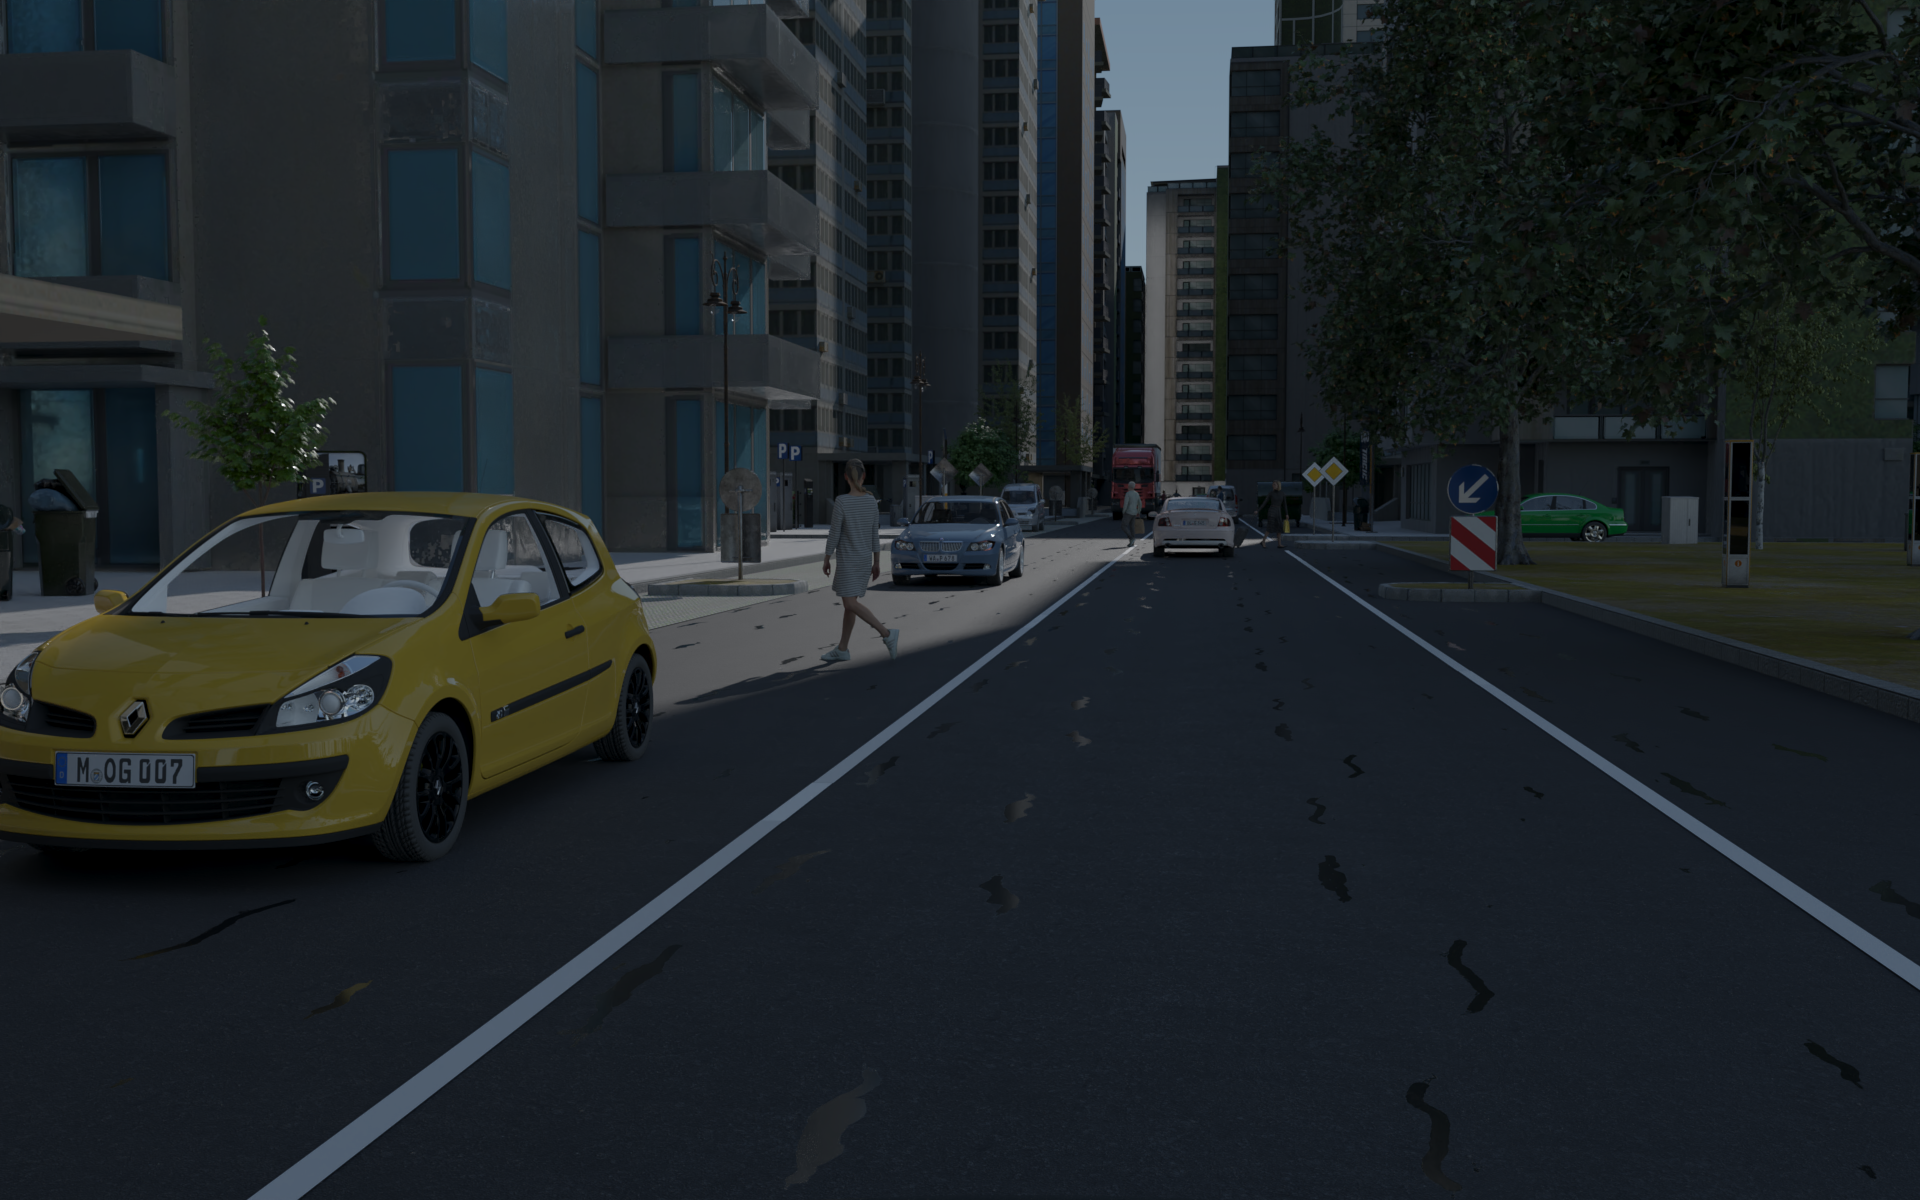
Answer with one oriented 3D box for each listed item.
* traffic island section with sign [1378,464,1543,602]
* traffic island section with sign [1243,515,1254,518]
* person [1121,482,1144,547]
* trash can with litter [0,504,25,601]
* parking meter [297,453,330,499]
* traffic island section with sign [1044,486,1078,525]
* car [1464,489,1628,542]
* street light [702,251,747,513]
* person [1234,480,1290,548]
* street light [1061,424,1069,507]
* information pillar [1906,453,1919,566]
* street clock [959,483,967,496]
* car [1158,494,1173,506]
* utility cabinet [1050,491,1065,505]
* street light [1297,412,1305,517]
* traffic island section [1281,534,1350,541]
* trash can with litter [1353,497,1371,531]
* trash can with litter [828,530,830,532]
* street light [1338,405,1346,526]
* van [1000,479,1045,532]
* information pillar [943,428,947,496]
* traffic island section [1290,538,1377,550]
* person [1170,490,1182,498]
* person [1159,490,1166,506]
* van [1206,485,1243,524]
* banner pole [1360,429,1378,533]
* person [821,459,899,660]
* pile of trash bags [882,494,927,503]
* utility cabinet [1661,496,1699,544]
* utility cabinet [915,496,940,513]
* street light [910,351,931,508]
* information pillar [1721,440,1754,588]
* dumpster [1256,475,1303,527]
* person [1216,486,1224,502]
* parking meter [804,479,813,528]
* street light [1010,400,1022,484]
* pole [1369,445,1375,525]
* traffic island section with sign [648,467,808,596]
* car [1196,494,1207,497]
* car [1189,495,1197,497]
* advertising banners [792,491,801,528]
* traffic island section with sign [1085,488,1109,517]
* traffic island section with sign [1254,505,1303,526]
[{"bbox_3d":[6.863,-0.938,23.966,1.989,1.847,2.006,0,4,8],"label":"traffic island section with sign"},{"bbox_3d":[18.395,-5.967,106.187,1.989,1.847,2.006,0,4,8],"label":"traffic island section with sign"},{"bbox_3d":[4.762,-2.350,47.401,0.515,1.767,0.782,3,5,44],"label":"person"},{"bbox_3d":[-11.489,-0.560,20.546,0.624,1.170,1.055,-1,4,-22],"label":"trash can with litter"},{"bbox_3d":[-9.268,-1.171,24.855,0.399,1.863,0.255,-3,5,-41],"label":"parking meter"},{"bbox_3d":[4.493,-4.405,80.657,1.989,1.847,2.006,0,4,8],"label":"traffic island section with sign"},{"bbox_3d":[16.499,-2.483,49.388,4.718,1.807,1.959,0,4,7],"label":"car"},{"bbox_3d":[-4.471,-3.691,33.133,0.468,5.910,1.993,0,4,8],"label":"street light"},{"bbox_3d":[7.996,-2.275,45.906,1.509,1.804,0.699,2,4,29],"label":"person"},{"bbox_3d":[7.011,-8.702,115.067,0.468,5.910,1.993,0,4,8],"label":"street light"},{"bbox_3d":[17.042,-1.606,30.749,0.304,2.012,0.304,1,4,14],"label":"information pillar"},{"bbox_3d":[0.186,-4.941,85.353,0.358,2.002,0.471,-3,5,-40],"label":"street clock"},{"bbox_3d":[24.153,-11.730,203.783,2.014,1.417,4.499,1,4,9],"label":"car"},{"bbox_3d":[7.192,-7.259,127.356,1.173,1.500,0.318,2,4,28],"label":"utility cabinet"},{"bbox_3d":[19.281,-7.656,97.961,0.468,5.910,1.993,0,4,8],"label":"street light"},{"bbox_3d":[11.083,-1.949,54.149,2.009,0.180,2.903,0,4,8],"label":"traffic island section"},{"bbox_3d":[14.003,-2.968,59.906,0.624,1.170,1.055,-1,4,-10],"label":"trash can with litter"},{"bbox_3d":[-3.645,-2.908,58.607,1.678,1.210,2.233,-1,4,-12],"label":"trash can with litter"},{"bbox_3d":[15.220,-5.856,68.539,0.468,5.910,1.993,0,4,8],"label":"street light"},{"bbox_3d":[2.315,-3.646,66.626,2.013,2.044,4.112,0,4,7],"label":"van"},{"bbox_3d":[-0.536,-4.288,61.461,0.183,3.616,0.504,-1,4,-10],"label":"information pillar"},{"bbox_3d":[9.975,-1.465,46.240,2.009,0.180,2.903,0,4,8],"label":"traffic island section"},{"bbox_3d":[19.356,-8.949,154.906,1.350,1.814,0.705,0,4,-1],"label":"person"},{"bbox_3d":[17.265,-8.465,147.625,0.721,1.743,1.217,-1,4,-22],"label":"person"},{"bbox_3d":[12.815,-4.751,84.682,2.013,2.044,4.112,1,4,9],"label":"van"},{"bbox_3d":[13.559,-4.132,57.582,0.401,3.779,0.863,-2,4,-29],"label":"banner pole"},{"bbox_3d":[-0.853,-0.342,14.835,0.760,1.731,0.466,1,4,18],"label":"person"},{"bbox_3d":[-2.960,-5.296,96.345,3.447,1.369,1.912,-1,4,-19],"label":"pile of trash bags"},{"bbox_3d":[18.654,-2.062,44.871,1.020,1.237,0.306,-2,4,-25],"label":"utility cabinet"},{"bbox_3d":[-1.199,-3.353,65.979,1.020,1.237,0.306,0,4,3],"label":"utility cabinet"},{"bbox_3d":[-1.277,-5.089,55.991,0.468,5.910,1.993,0,4,8],"label":"street light"},{"bbox_3d":[10.638,-1.175,23.706,0.304,2.012,0.304,1,4,12],"label":"information pillar"},{"bbox_3d":[13.773,-4.267,74.720,1.985,2.255,1.502,0,4,8],"label":"dumpster"},{"bbox_3d":[12.184,-4.422,80.830,0.654,1.822,0.581,1,4,9],"label":"person"},{"bbox_3d":[-5.772,-3.689,66.022,0.255,1.863,0.399,-2,4,-24],"label":"parking meter"},{"bbox_3d":[2.780,-6.888,85.414,0.468,5.910,1.993,0,4,8],"label":"street light"},{"bbox_3d":[17.148,-4.786,72.089,0.158,3.312,0.155,0,3,0],"label":"pole"},{"bbox_3d":[-3.283,-1.011,25.162,1.989,1.847,2.006,0,4,8],"label":"traffic island section with sign"},{"bbox_3d":[19.677,-7.968,139.071,1.959,1.807,4.718,1,4,10],"label":"car"},{"bbox_3d":[19.691,-8.085,144.766,1.945,1.354,3.894,0,4,6],"label":"car"},{"bbox_3d":[-6.912,-4.239,65.491,2.074,3.025,0.090,2,4,27],"label":"advertising banners"},{"bbox_3d":[8.272,-6.057,107.654,1.989,1.847,2.006,0,4,8],"label":"traffic island section with sign"},{"bbox_3d":[14.582,-4.308,79.062,1.989,1.847,2.006,0,4,8],"label":"traffic island section with sign"}]
